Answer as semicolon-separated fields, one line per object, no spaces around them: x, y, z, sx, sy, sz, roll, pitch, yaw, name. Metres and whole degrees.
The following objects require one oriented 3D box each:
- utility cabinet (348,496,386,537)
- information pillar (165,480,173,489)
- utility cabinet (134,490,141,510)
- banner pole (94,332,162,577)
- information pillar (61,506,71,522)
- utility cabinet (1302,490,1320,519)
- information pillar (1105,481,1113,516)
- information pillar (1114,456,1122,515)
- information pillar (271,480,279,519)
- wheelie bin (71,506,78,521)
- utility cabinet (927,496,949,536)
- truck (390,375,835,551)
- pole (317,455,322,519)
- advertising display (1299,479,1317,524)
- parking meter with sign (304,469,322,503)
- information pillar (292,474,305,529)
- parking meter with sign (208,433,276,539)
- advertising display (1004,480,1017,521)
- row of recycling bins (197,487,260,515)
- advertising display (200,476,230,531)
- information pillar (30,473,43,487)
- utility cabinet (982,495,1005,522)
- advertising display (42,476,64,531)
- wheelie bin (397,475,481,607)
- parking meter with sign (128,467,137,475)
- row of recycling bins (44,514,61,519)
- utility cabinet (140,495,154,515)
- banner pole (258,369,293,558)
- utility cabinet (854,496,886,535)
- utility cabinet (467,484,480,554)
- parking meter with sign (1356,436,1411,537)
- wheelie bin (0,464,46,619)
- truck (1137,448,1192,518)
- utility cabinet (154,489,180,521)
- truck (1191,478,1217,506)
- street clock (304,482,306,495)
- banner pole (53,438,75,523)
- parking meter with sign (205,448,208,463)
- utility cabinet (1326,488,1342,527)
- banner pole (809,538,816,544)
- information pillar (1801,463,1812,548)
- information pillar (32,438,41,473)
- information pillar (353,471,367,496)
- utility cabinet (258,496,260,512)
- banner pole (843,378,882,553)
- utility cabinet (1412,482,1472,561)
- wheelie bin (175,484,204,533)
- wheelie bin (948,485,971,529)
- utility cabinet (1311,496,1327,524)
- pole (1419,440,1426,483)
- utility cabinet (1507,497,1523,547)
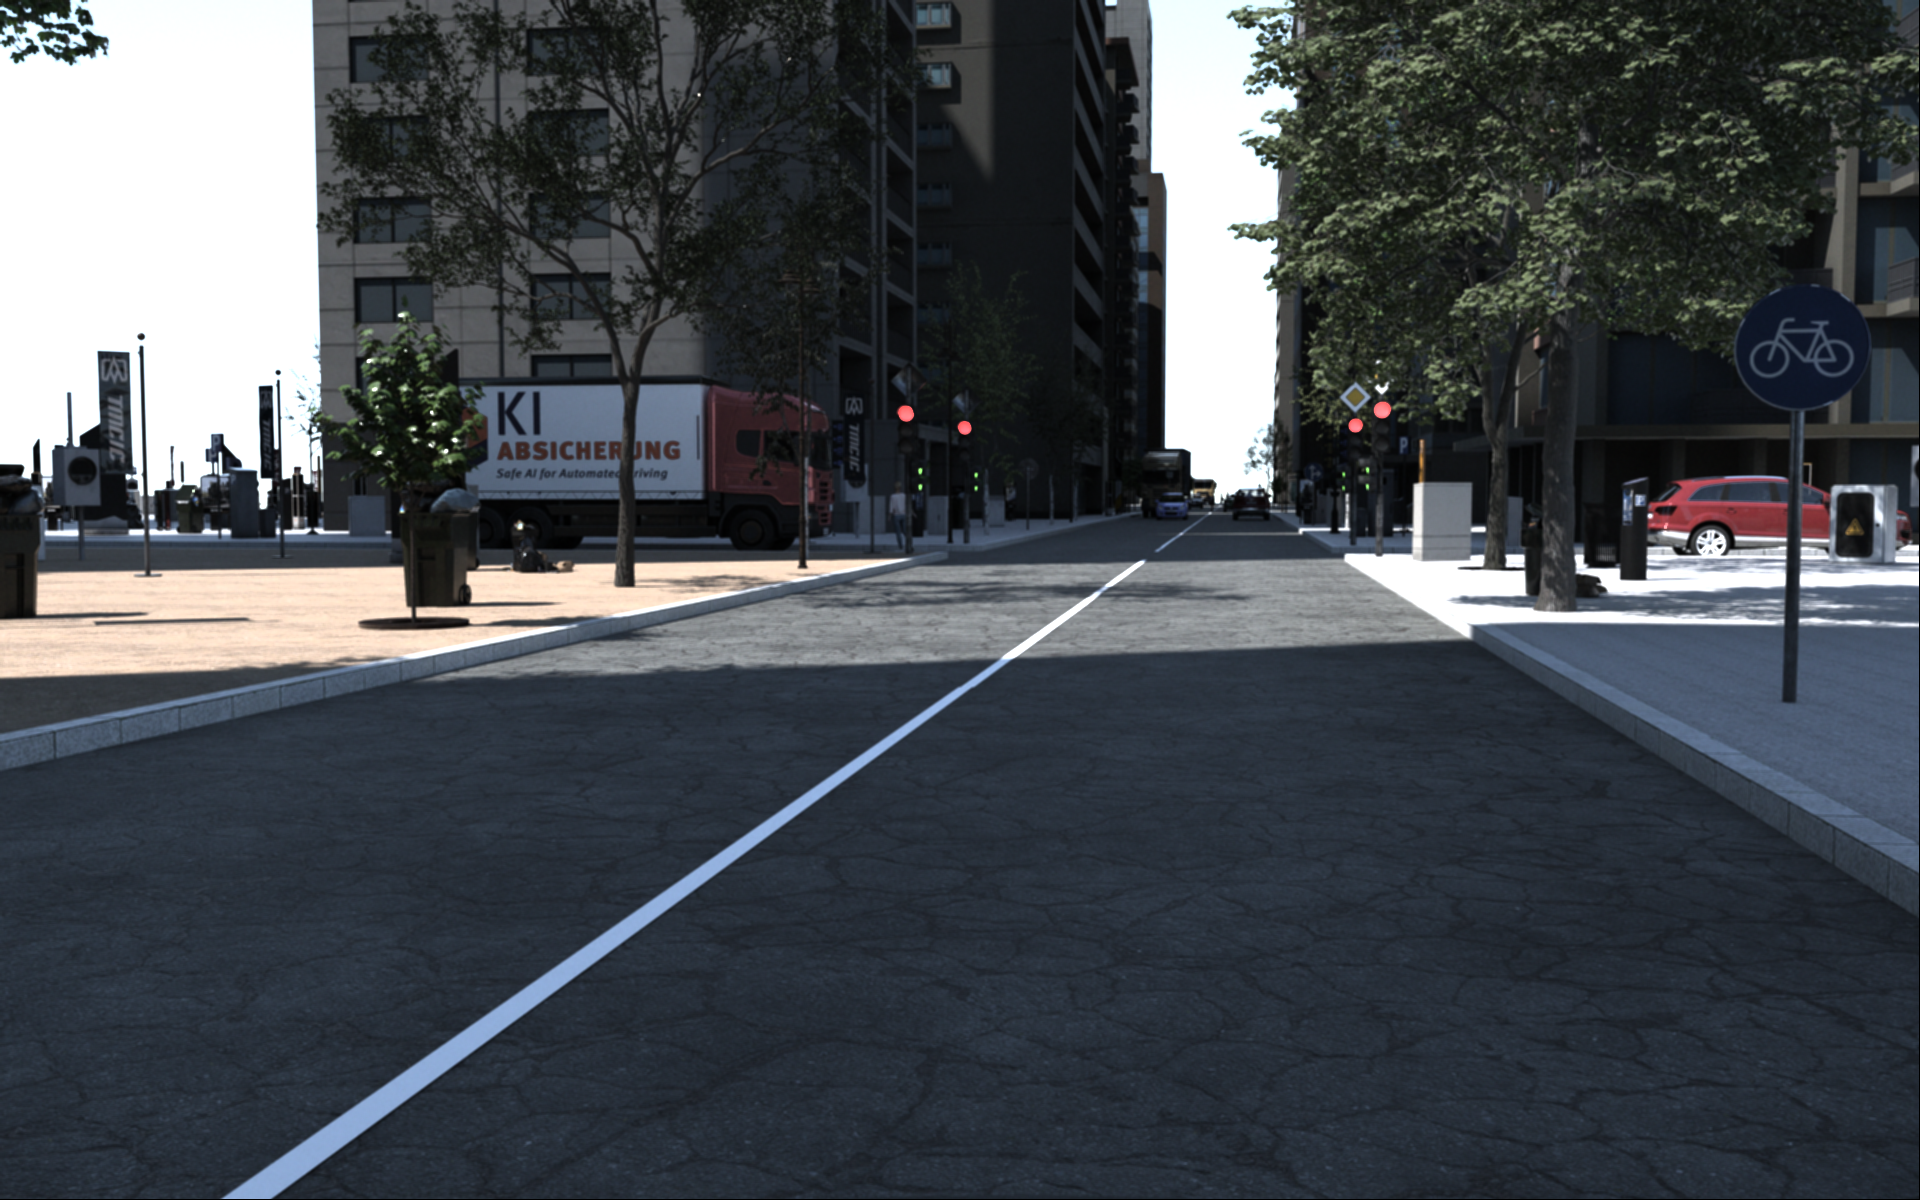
-17.900;-2.515;52.284;1.020;1.237;0.306;-2;4;-30;utility cabinet
-42.210;-5.383;92.500;0.304;2.012;0.304;0;4;-6;information pillar
-45.359;-5.247;94.469;1.173;1.500;0.318;0;4;-4;utility cabinet
-12.859;-2.248;26.775;0.863;3.779;0.401;-2;4;-35;banner pole
-41.405;-4.626;80.130;0.304;2.012;0.304;2;4;32;information pillar
17.624;-4.766;86.610;0.318;1.500;1.173;-2;4;-34;utility cabinet
8.820;-6.059;103.550;0.304;2.012;0.304;0;4;7;information pillar
9.805;-7.091;107.290;0.183;3.616;0.504;-3;5;-40;information pillar
-35.215;-5.170;89.014;0.304;2.012;0.304;-2;4;-28;information pillar
-42.621;-4.640;83.772;0.693;1.594;0.980;-3;5;-43;wheelie bin
-0.638;-2.618;53.968;0.306;1.237;1.020;-2;4;-32;utility cabinet
-8.122;-3.266;42.316;11.283;4.237;2.839;1;4;9;truck
-33.574;-5.927;90.749;0.158;3.312;0.155;0;3;0;pole
14.749;-4.175;73.476;0.123;1.923;0.974;-2;4;-32;advertising display
-46.003;-7.713;122.363;1.738;3.016;0.543;-1;4;-23;parking meter with sign
-24.015;-3.570;62.859;0.304;2.012;0.304;2;4;26;information pillar
-20.789;-3.307;50.335;0.543;3.016;1.738;2;4;34;parking meter with sign
2.363;-4.679;81.715;0.123;1.923;0.974;2;4;33;advertising display
-41.512;-5.569;98.169;3.534;1.692;1.069;-3;5;-42;row of recycling bins
-26.173;-3.405;60.882;0.974;1.923;0.123;-2;4;-28;advertising display
-31.510;-3.342;59.136;0.304;2.012;0.304;-1;4;-14;information pillar
1.547;-4.185;79.590;1.020;1.237;0.306;0;4;2;utility cabinet
-31.779;-3.388;60.612;0.974;1.923;0.123;1;4;21;advertising display
-5.982;-0.728;19.817;0.980;1.594;0.693;0;4;4;wheelie bin
-52.688;-6.968;110.192;0.543;3.016;1.738;-2;4;-29;parking meter with sign
-46.338;-5.051;89.701;1.069;1.692;3.534;3;5;41;row of recycling bins
-50.782;-5.937;108.231;0.306;1.237;1.020;2;4;25;utility cabinet
-13.867;-2.748;34.950;0.863;3.779;0.401;2;4;31;banner pole
-2.874;-2.680;54.982;1.020;1.237;0.306;-2;4;-32;utility cabinet
-10.564;-1.688;36.273;0.318;1.500;1.173;2;4;23;utility cabinet
12.623;-3.412;52.043;1.738;3.016;0.543;-1;4;-17;parking meter with sign
-9.939;-0.613;17.933;0.693;1.594;0.980;2;4;27;wheelie bin
12.888;-7.292;108.129;2.839;4.237;11.283;1;4;11;truck
-36.514;-4.353;79.855;1.173;1.500;0.318;0;4;3;utility cabinet
30.511;-13.497;216.600;3.469;3.379;9.791;1;4;10;truck
-39.522;-6.084;104.050;0.358;2.002;0.471;1;4;18;street clock
-39.854;-5.320;76.991;0.401;3.779;0.863;2;4;30;banner pole
-27.682;-4.228;65.391;1.738;3.016;0.543;2;4;31;parking meter with sign
14.638;-3.611;67.714;0.318;1.500;1.173;0;4;-3;utility cabinet
-4.012;-3.376;45.220;0.401;3.779;0.863;-1;4;-15;banner pole
20.236;-2.271;41.629;0.304;2.012;0.304;1;4;11;information pillar
-38.376;-4.936;72.064;0.183;3.616;0.504;0;4;1;information pillar
-19.315;-3.137;55.783;0.304;2.012;0.304;1;4;10;information pillar
-24.693;-3.009;60.354;0.306;1.237;1.020;0;4;-4;utility cabinet
-2.130;-2.905;37.511;0.863;3.779;0.401;1;4;8;banner pole
9.220;-1.496;33.142;1.173;1.500;0.318;-2;4;-25;utility cabinet
-25.151;-2.975;56.547;0.980;1.594;0.693;1;4;18;wheelie bin
-0.032;-3.400;63.494;0.980;1.594;0.693;2;4;35;wheelie bin
15.473;-3.905;75.006;1.020;1.237;0.306;-1;4;-23;utility cabinet
17.345;-4.353;65.013;0.158;3.312;0.155;0;3;0;pole
13.615;-1.915;42.472;0.306;1.237;1.020;1;4;22;utility cabinet
